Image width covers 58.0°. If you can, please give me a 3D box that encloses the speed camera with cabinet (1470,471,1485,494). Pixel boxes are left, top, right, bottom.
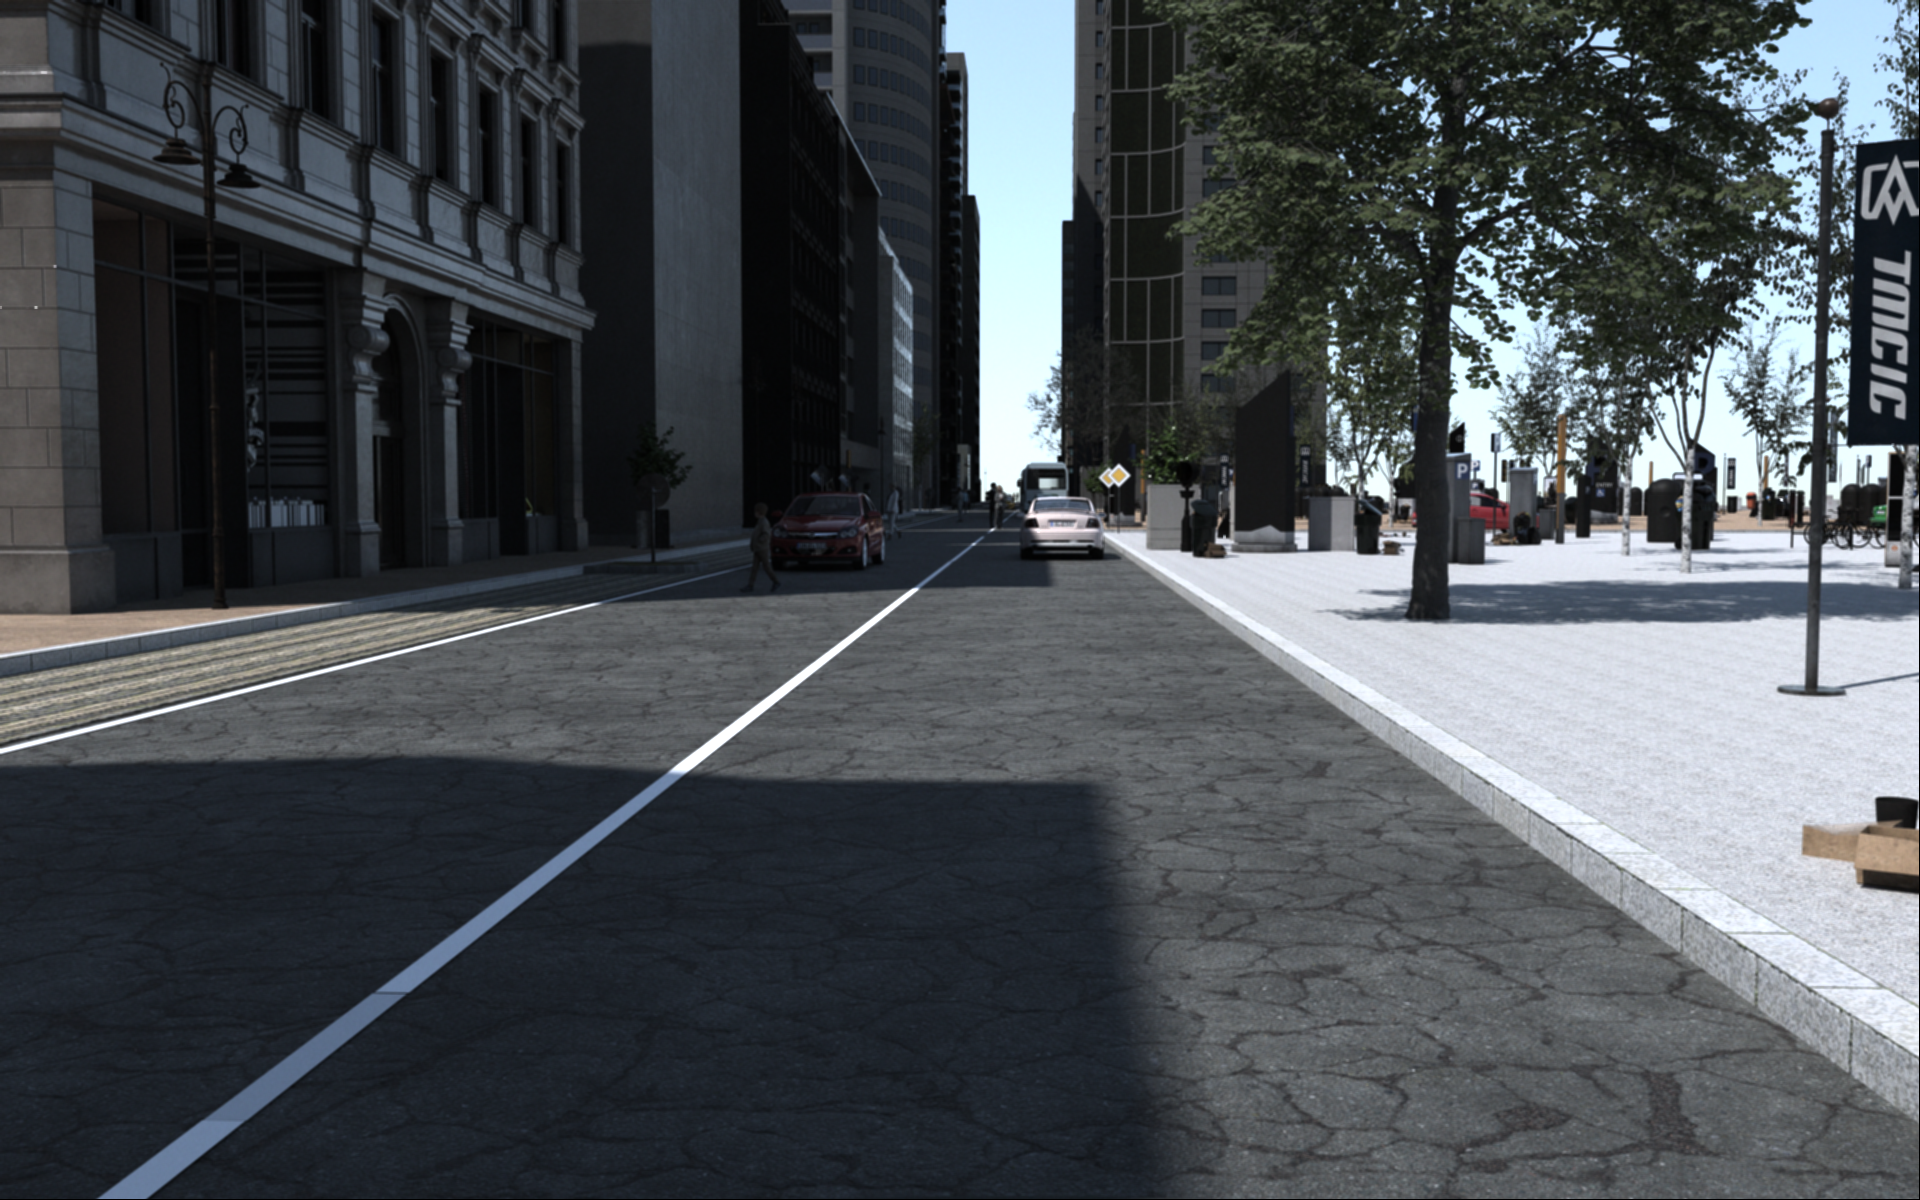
[{"bbox_3d":[30.435,-6.686,103.647,2.038,3.252,0.660,-2,4,-26],"label":"speed camera with cabinet"}]

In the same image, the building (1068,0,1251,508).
[{"bbox_3d":[22.102,-46.792,203.304,20.563,71.187,20.611,0,4,3],"label":"building"}]

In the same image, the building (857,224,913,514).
[{"bbox_3d":[-9.071,-16.192,119.490,10.420,20.320,16.860,0,4,3],"label":"building"}]

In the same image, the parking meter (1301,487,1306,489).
[{"bbox_3d":[19.514,-5.653,98.129,0.255,1.863,0.399,-1,4,-20],"label":"parking meter"}]

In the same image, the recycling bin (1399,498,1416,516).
[{"bbox_3d":[26.070,-5.360,100.193,0.722,1.027,0.722,-3,5,-40],"label":"recycling bin"}]

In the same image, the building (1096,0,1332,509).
[{"bbox_3d":[21.116,-43.811,154.567,20.563,71.187,20.611,0,4,3],"label":"building"}]

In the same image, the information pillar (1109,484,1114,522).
[{"bbox_3d":[6.410,-4.173,72.715,0.304,2.012,0.304,1,4,9],"label":"information pillar"}]

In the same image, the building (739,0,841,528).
[{"bbox_3d":[-12.055,-14.838,72.281,12.332,23.373,15.834,0,4,3],"label":"building"}]

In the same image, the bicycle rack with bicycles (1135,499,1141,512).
[{"bbox_3d":[12.344,-6.783,124.286,2.852,0.926,2.925,0,4,-7],"label":"bicycle rack with bicycles"}]

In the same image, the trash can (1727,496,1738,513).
[{"bbox_3d":[52.149,-6.442,116.976,0.748,1.137,0.748,0,3,0],"label":"trash can"}]

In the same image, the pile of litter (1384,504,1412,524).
[{"bbox_3d":[19.392,-3.760,75.440,1.719,0.858,1.176,2,4,33],"label":"pile of litter"}]

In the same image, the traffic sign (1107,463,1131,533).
[{"bbox_3d":[5.165,-3.226,56.387,0.795,2.450,0.064,0,4,3],"label":"traffic sign"}]

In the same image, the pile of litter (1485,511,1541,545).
[{"bbox_3d":[13.999,-1.828,43.857,1.719,0.858,1.176,-1,4,-20],"label":"pile of litter"}]

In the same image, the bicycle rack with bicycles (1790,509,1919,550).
[{"bbox_3d":[21.051,-1.687,40.968,2.852,0.926,2.925,-1,4,-18],"label":"bicycle rack with bicycles"}]

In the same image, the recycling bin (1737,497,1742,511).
[{"bbox_3d":[59.477,-7.348,132.694,0.722,1.027,0.722,1,4,23],"label":"recycling bin"}]

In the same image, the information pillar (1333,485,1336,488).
[{"bbox_3d":[29.880,-8.165,137.990,0.304,2.012,0.304,3,5,43],"label":"information pillar"}]

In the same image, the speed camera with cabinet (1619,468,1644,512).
[{"bbox_3d":[48.594,-8.032,125.652,2.038,3.252,0.660,1,4,20],"label":"speed camera with cabinet"}]

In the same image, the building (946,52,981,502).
[{"bbox_3d":[-6.845,-51.864,286.223,20.563,71.187,20.611,0,4,3],"label":"building"}]

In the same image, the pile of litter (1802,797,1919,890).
[{"bbox_3d":[3.482,0.513,5.582,1.176,0.858,1.719,0,4,3],"label":"pile of litter"}]

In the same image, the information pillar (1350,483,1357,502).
[{"bbox_3d":[26.937,-6.978,118.578,0.304,2.012,0.304,-2,4,-31],"label":"information pillar"}]

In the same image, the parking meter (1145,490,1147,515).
[{"bbox_3d":[11.395,-5.972,106.048,0.372,1.533,0.369,0,3,0],"label":"parking meter"}]

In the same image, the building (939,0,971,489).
[{"bbox_3d":[-9.413,-56.596,238.023,22.319,86.520,31.000,0,4,3],"label":"building"}]

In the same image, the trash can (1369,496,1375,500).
[{"bbox_3d":[31.913,-7.467,133.732,0.748,1.137,0.748,0,3,0],"label":"trash can"}]

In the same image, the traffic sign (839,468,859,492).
[{"bbox_3d":[-4.156,-3.742,64.822,0.795,2.450,0.064,0,4,3],"label":"traffic sign"}]

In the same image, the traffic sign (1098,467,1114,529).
[{"bbox_3d":[5.528,-3.714,64.364,0.795,2.450,0.064,0,4,3],"label":"traffic sign"}]

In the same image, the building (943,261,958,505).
[{"bbox_3d":[-7.588,-26.448,204.119,14.160,30.474,14.107,0,4,3],"label":"building"}]

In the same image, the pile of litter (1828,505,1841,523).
[{"bbox_3d":[38.671,-3.789,75.908,1.176,0.858,1.719,1,4,23],"label":"pile of litter"}]

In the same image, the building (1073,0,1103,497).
[{"bbox_3d":[22.304,-38.978,179.291,21.231,58.520,28.212,0,4,3],"label":"building"}]

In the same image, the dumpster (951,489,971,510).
[{"bbox_3d":[0.090,-9.033,155.901,1.865,1.857,1.264,0,4,5],"label":"dumpster"}]

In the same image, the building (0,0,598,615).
[{"bbox_3d":[-13.807,-10.300,19.313,10.553,20.767,40.483,0,4,3],"label":"building"}]

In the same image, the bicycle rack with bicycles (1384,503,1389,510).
[{"bbox_3d":[31.713,-6.870,125.706,2.852,0.926,2.925,0,4,1],"label":"bicycle rack with bicycles"}]

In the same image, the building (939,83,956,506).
[{"bbox_3d":[-11.808,-32.280,182.404,22.147,44.769,28.867,0,4,3],"label":"building"}]

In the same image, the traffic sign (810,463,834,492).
[{"bbox_3d":[-4.518,-3.254,56.846,0.795,2.450,0.064,0,4,3],"label":"traffic sign"}]

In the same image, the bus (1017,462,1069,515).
[{"bbox_3d":[5.075,-6.822,106.406,2.948,3.499,13.247,0,4,1],"label":"bus"}]

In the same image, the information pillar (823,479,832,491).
[{"bbox_3d":[-5.514,-4.125,71.932,0.304,2.012,0.304,-3,5,-44],"label":"information pillar"}]

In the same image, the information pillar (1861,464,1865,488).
[{"bbox_3d":[69.627,-8.699,133.583,0.504,3.616,0.183,-3,5,-44],"label":"information pillar"}]

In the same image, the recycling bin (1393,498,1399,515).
[{"bbox_3d":[26.162,-5.525,102.885,0.722,1.027,0.722,0,4,2],"label":"recycling bin"}]

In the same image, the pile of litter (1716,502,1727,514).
[{"bbox_3d":[50.174,-6.151,114.533,1.719,0.858,1.176,-1,4,-16],"label":"pile of litter"}]

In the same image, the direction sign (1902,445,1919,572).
[{"bbox_3d":[15.832,-2.226,28.394,0.876,3.537,0.379,-1,4,-11],"label":"direction sign"}]

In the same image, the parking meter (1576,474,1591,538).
[{"bbox_3d":[18.334,-2.764,50.903,0.399,1.863,0.255,-3,4,-36],"label":"parking meter"}]

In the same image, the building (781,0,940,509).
[{"bbox_3d":[-13.101,-37.402,153.527,21.231,58.520,28.212,0,4,3],"label":"building"}]

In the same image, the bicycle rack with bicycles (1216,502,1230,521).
[{"bbox_3d":[13.209,-4.202,82.088,2.925,0.926,2.852,0,4,7],"label":"bicycle rack with bicycles"}]

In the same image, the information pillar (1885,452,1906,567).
[{"bbox_3d":[16.426,-1.582,30.352,0.304,2.012,0.304,3,4,36],"label":"information pillar"}]

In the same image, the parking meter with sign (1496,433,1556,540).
[{"bbox_3d":[16.004,-3.236,49.177,1.738,3.016,0.543,3,4,37],"label":"parking meter with sign"}]

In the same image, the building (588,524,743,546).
[{"bbox_3d":[-22.058,-14.109,49.753,30.058,24.678,14.314,0,4,3],"label":"building"}]

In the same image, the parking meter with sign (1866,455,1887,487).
[{"bbox_3d":[41.467,-4.963,77.406,1.738,3.016,0.543,1,4,12],"label":"parking meter with sign"}]

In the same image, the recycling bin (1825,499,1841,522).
[{"bbox_3d":[40.712,-4.160,80.571,0.722,1.027,0.722,2,4,32],"label":"recycling bin"}]

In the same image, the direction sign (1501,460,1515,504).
[{"bbox_3d":[36.002,-7.453,113.848,0.876,3.537,0.379,-1,4,-8],"label":"direction sign"}]

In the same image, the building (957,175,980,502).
[{"bbox_3d":[-7.953,-39.277,265.877,21.300,48.544,21.600,0,4,3],"label":"building"}]

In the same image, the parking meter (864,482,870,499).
[{"bbox_3d":[-4.679,-4.974,87.036,0.255,1.863,0.399,1,4,13],"label":"parking meter"}]

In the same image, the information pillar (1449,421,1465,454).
[{"bbox_3d":[16.033,-3.946,55.878,0.504,3.616,0.183,2,4,28],"label":"information pillar"}]

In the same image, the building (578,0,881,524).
[{"bbox_3d":[-12.750,-16.932,95.909,14.314,24.678,30.058,0,4,3],"label":"building"}]

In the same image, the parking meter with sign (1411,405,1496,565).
[{"bbox_3d":[9.110,-2.197,32.189,0.543,3.016,1.738,-1,4,-21],"label":"parking meter with sign"}]

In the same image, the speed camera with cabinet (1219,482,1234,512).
[{"bbox_3d":[19.562,-7.982,124.845,0.660,3.252,2.038,-2,4,-32],"label":"speed camera with cabinet"}]

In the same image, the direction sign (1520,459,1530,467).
[{"bbox_3d":[37.007,-7.430,113.469,0.379,3.537,0.876,-2,4,-23],"label":"direction sign"}]

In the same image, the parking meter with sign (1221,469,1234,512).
[{"bbox_3d":[18.798,-7.706,122.257,0.543,3.016,1.738,0,4,-7],"label":"parking meter with sign"}]
